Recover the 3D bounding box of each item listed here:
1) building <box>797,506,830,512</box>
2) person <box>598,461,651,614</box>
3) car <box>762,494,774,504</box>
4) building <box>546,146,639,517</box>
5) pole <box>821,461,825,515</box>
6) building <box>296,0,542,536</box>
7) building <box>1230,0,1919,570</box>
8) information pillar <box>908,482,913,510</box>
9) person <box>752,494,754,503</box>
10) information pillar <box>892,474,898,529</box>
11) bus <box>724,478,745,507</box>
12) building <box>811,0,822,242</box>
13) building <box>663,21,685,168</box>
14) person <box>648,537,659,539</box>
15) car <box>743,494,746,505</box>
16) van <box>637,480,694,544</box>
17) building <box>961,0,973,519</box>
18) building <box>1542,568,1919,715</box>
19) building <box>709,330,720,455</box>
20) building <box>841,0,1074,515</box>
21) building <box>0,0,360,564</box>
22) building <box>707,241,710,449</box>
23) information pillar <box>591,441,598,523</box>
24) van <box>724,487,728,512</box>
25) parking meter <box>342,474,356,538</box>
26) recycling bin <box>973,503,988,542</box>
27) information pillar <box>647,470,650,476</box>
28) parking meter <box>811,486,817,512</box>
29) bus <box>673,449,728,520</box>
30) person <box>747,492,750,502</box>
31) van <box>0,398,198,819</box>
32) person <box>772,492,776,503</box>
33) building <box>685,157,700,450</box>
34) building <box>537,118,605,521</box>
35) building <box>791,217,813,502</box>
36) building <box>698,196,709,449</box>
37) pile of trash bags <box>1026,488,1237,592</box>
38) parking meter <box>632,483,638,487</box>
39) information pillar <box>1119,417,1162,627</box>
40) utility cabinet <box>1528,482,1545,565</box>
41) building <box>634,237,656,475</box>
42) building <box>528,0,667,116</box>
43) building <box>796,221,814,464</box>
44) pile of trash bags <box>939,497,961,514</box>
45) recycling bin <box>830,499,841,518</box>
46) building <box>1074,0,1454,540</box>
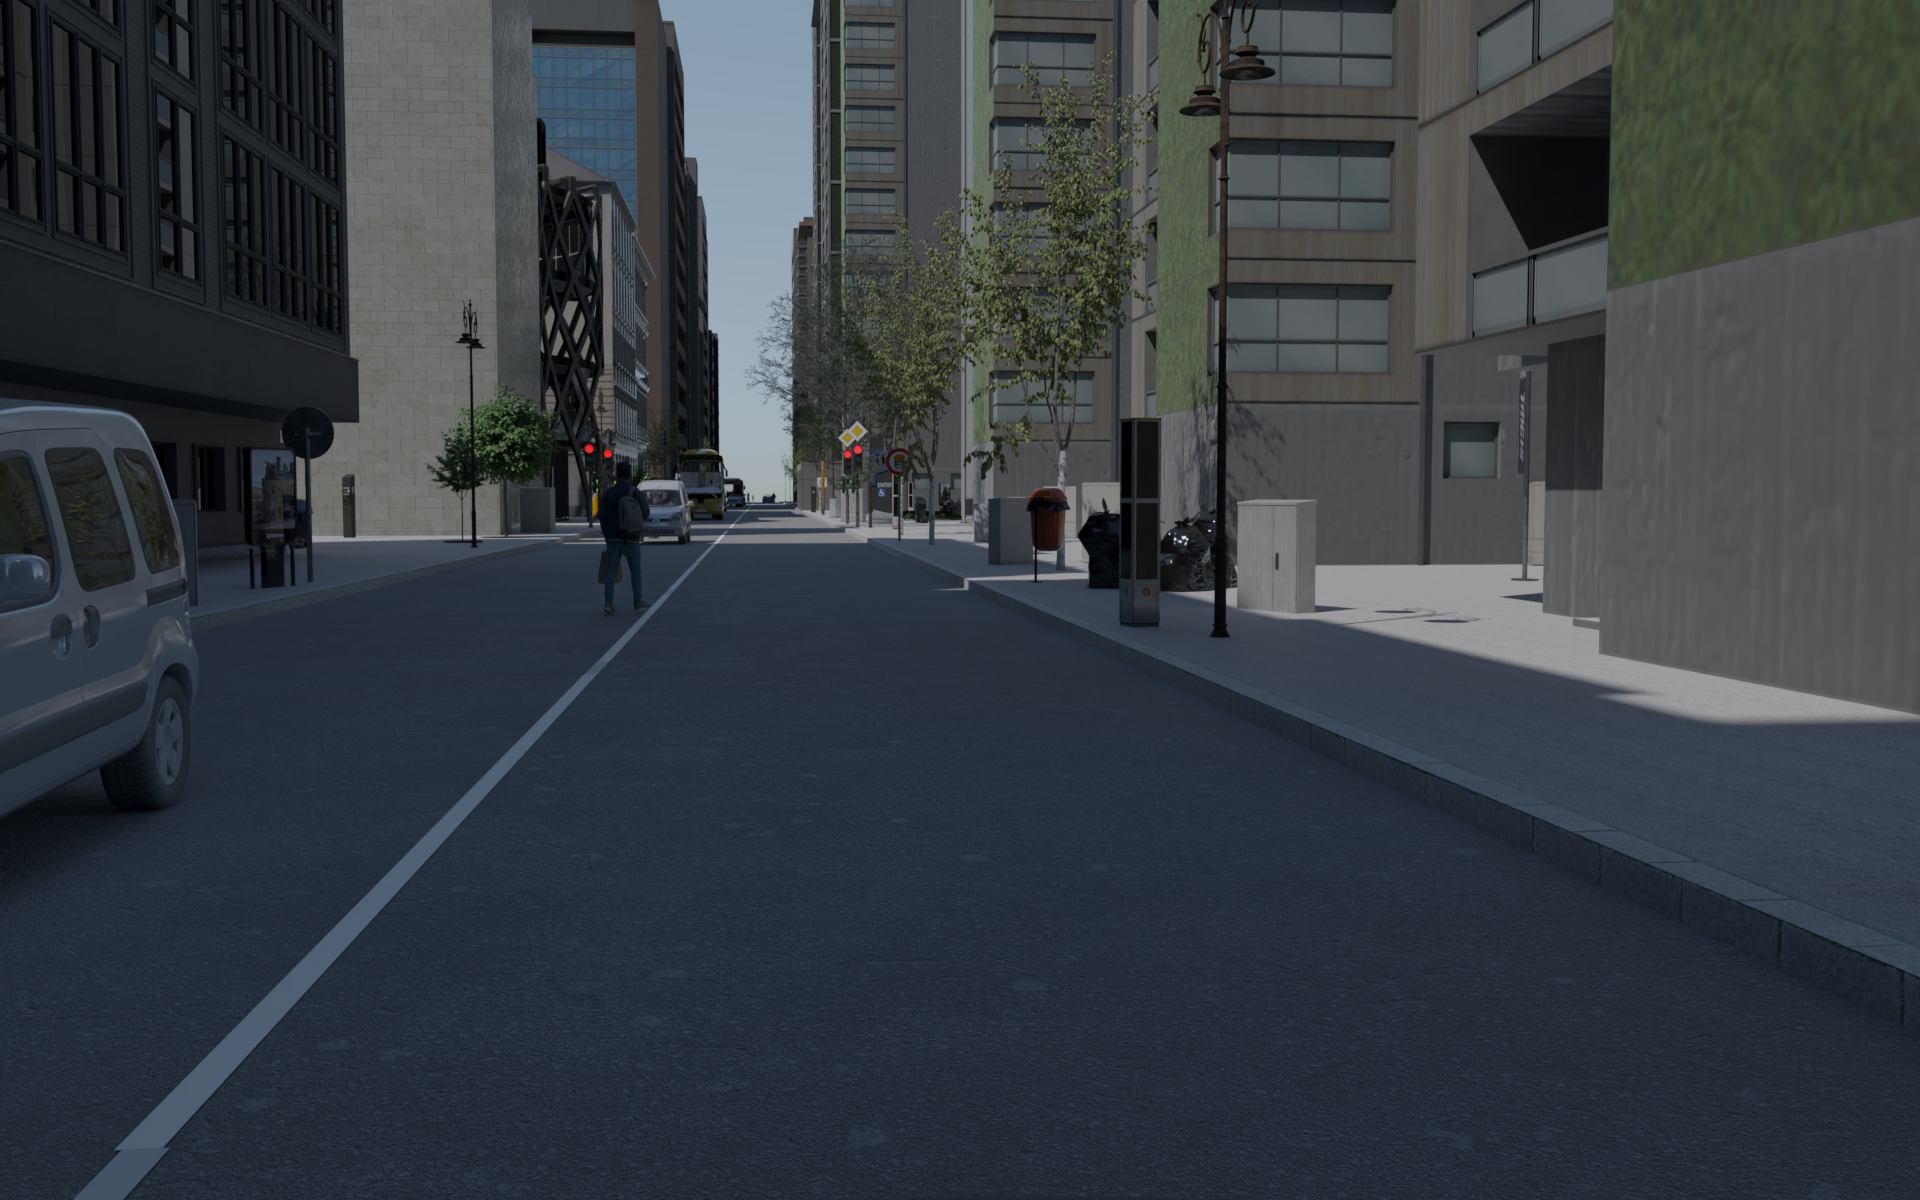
[{"bbox_3d":[-2.774,-42.842,138.712,20.563,71.187,20.611,0,4,-6],"label":"building"},{"bbox_3d":[-4.060,-0.746,20.687,0.794,1.824,0.713,1,4,22],"label":"person"},{"bbox_3d":[-28.779,-15.164,259.940,2.014,1.417,4.499,0,4,-5],"label":"car"},{"bbox_3d":[-24.862,-15.613,104.428,9.793,20.994,18.267,0,4,-6],"label":"building"},{"bbox_3d":[-8.489,-6.941,107.328,0.158,3.312,0.155,0,3,0],"label":"pole"},{"bbox_3d":[-23.191,-12.387,57.272,16.860,20.320,10.420,0,4,-6],"label":"building"},{"bbox_3d":[10.831,-21.626,37.175,14.154,41.232,14.086,0,4,-6],"label":"building"},{"bbox_3d":[-3.048,-6.268,106.980,0.304,2.012,0.304,0,4,-5],"label":"information pillar"},{"bbox_3d":[-34.269,-16.799,286.429,0.557,1.426,1.065,-2,4,-28],"label":"person"},{"bbox_3d":[-2.284,-3.574,62.922,0.304,2.012,0.304,0,4,8],"label":"information pillar"},{"bbox_3d":[-25.401,-12.057,191.986,2.948,3.499,13.247,-1,4,-8],"label":"bus"},{"bbox_3d":[0.341,-35.472,169.213,28.713,52.752,27.495,0,4,-6],"label":"building"},{"bbox_3d":[-38.272,-33.464,170.834,21.300,48.544,21.600,0,4,-6],"label":"building"},{"bbox_3d":[-9.817,-2.615,55.541,0.394,1.301,0.425,0,4,7],"label":"person"},{"bbox_3d":[-28.360,-12.981,220.915,2.281,1.827,5.304,0,4,-6],"label":"car"},{"bbox_3d":[-8.770,-2.668,50.638,2.013,2.044,4.112,0,4,-6],"label":"van"},{"bbox_3d":[15.046,-33.223,85.196,28.212,58.520,21.231,0,4,-6],"label":"building"},{"bbox_3d":[11.905,-20.276,15.111,14.154,41.232,14.086,0,4,-6],"label":"building"},{"bbox_3d":[-48.749,-32.220,298.504,14.160,30.474,14.107,0,4,-6],"label":"building"},{"bbox_3d":[-0.887,-26.348,114.377,14.154,41.232,14.086,0,4,-6],"label":"building"},{"bbox_3d":[-18.568,-14.122,24.405,14.314,27.812,24.014,0,4,-6],"label":"building"},{"bbox_3d":[-48.273,-38.735,283.425,14.600,45.320,14.200,0,4,-6],"label":"building"},{"bbox_3d":[-16.103,-5.191,76.221,0.183,3.616,0.504,-3,4,-38],"label":"information pillar"},{"bbox_3d":[-20.315,-8.516,143.625,2.240,2.365,5.245,0,4,-6],"label":"van"},{"bbox_3d":[-17.934,-2.760,50.829,0.255,1.863,0.399,0,4,2],"label":"parking meter"},{"bbox_3d":[0.725,-2.072,46.435,0.722,1.027,0.722,0,4,-2],"label":"recycling bin"},{"bbox_3d":[-26.093,-9.383,144.774,0.504,3.616,0.183,3,5,42],"label":"information pillar"},{"bbox_3d":[-10.193,-7.038,120.774,0.399,1.863,0.255,0,4,-3],"label":"parking meter"},{"bbox_3d":[-14.680,-6.540,98.471,2.896,3.916,12.252,0,4,-8],"label":"bus"},{"bbox_3d":[-36.702,-17.811,300.373,0.621,1.740,0.551,2,4,27],"label":"person"},{"bbox_3d":[-4.228,0.034,6.449,2.013,2.044,4.112,0,4,-8],"label":"van"},{"bbox_3d":[-28.427,-15.641,264.776,0.990,1.755,0.434,3,4,36],"label":"person"},{"bbox_3d":[-38.004,-31.812,203.717,14.154,41.232,14.086,0,4,-6],"label":"building"},{"bbox_3d":[-25.403,-13.073,81.195,16.820,18.784,16.811,0,4,-6],"label":"building"},{"bbox_3d":[-17.992,-41.225,297.724,21.300,48.544,21.600,0,4,-6],"label":"building"},{"bbox_3d":[-49.667,-39.218,264.909,21.300,48.544,21.600,0,4,-6],"label":"building"},{"bbox_3d":[2.278,-0.887,24.250,3.447,1.369,1.912,3,5,43],"label":"pile of trash bags"},{"bbox_3d":[-16.893,-5.159,90.066,0.255,1.863,0.399,-1,4,-22],"label":"parking meter"},{"bbox_3d":[1.747,-0.753,16.808,0.304,2.012,0.304,-1,4,-21],"label":"information pillar"},{"bbox_3d":[10.807,-1.365,31.001,1.173,1.500,0.318,0,4,2],"label":"utility cabinet"},{"bbox_3d":[-28.228,-17.604,123.975,11.583,22.565,21.152,0,4,-6],"label":"building"},{"bbox_3d":[-33.178,-30.790,153.529,14.600,45.320,14.200,0,4,-6],"label":"building"},{"bbox_3d":[-14.486,-37.791,272.500,22.147,44.769,28.867,0,4,-6],"label":"building"},{"bbox_3d":[0.277,-5.765,104.006,3.447,1.369,1.912,3,5,39],"label":"pile of trash bags"},{"bbox_3d":[-6.536,-4.919,92.980,0.722,1.027,0.722,-2,4,-27],"label":"recycling bin"},{"bbox_3d":[7.204,-22.958,58.950,14.154,41.232,14.086,0,4,-6],"label":"building"}]
